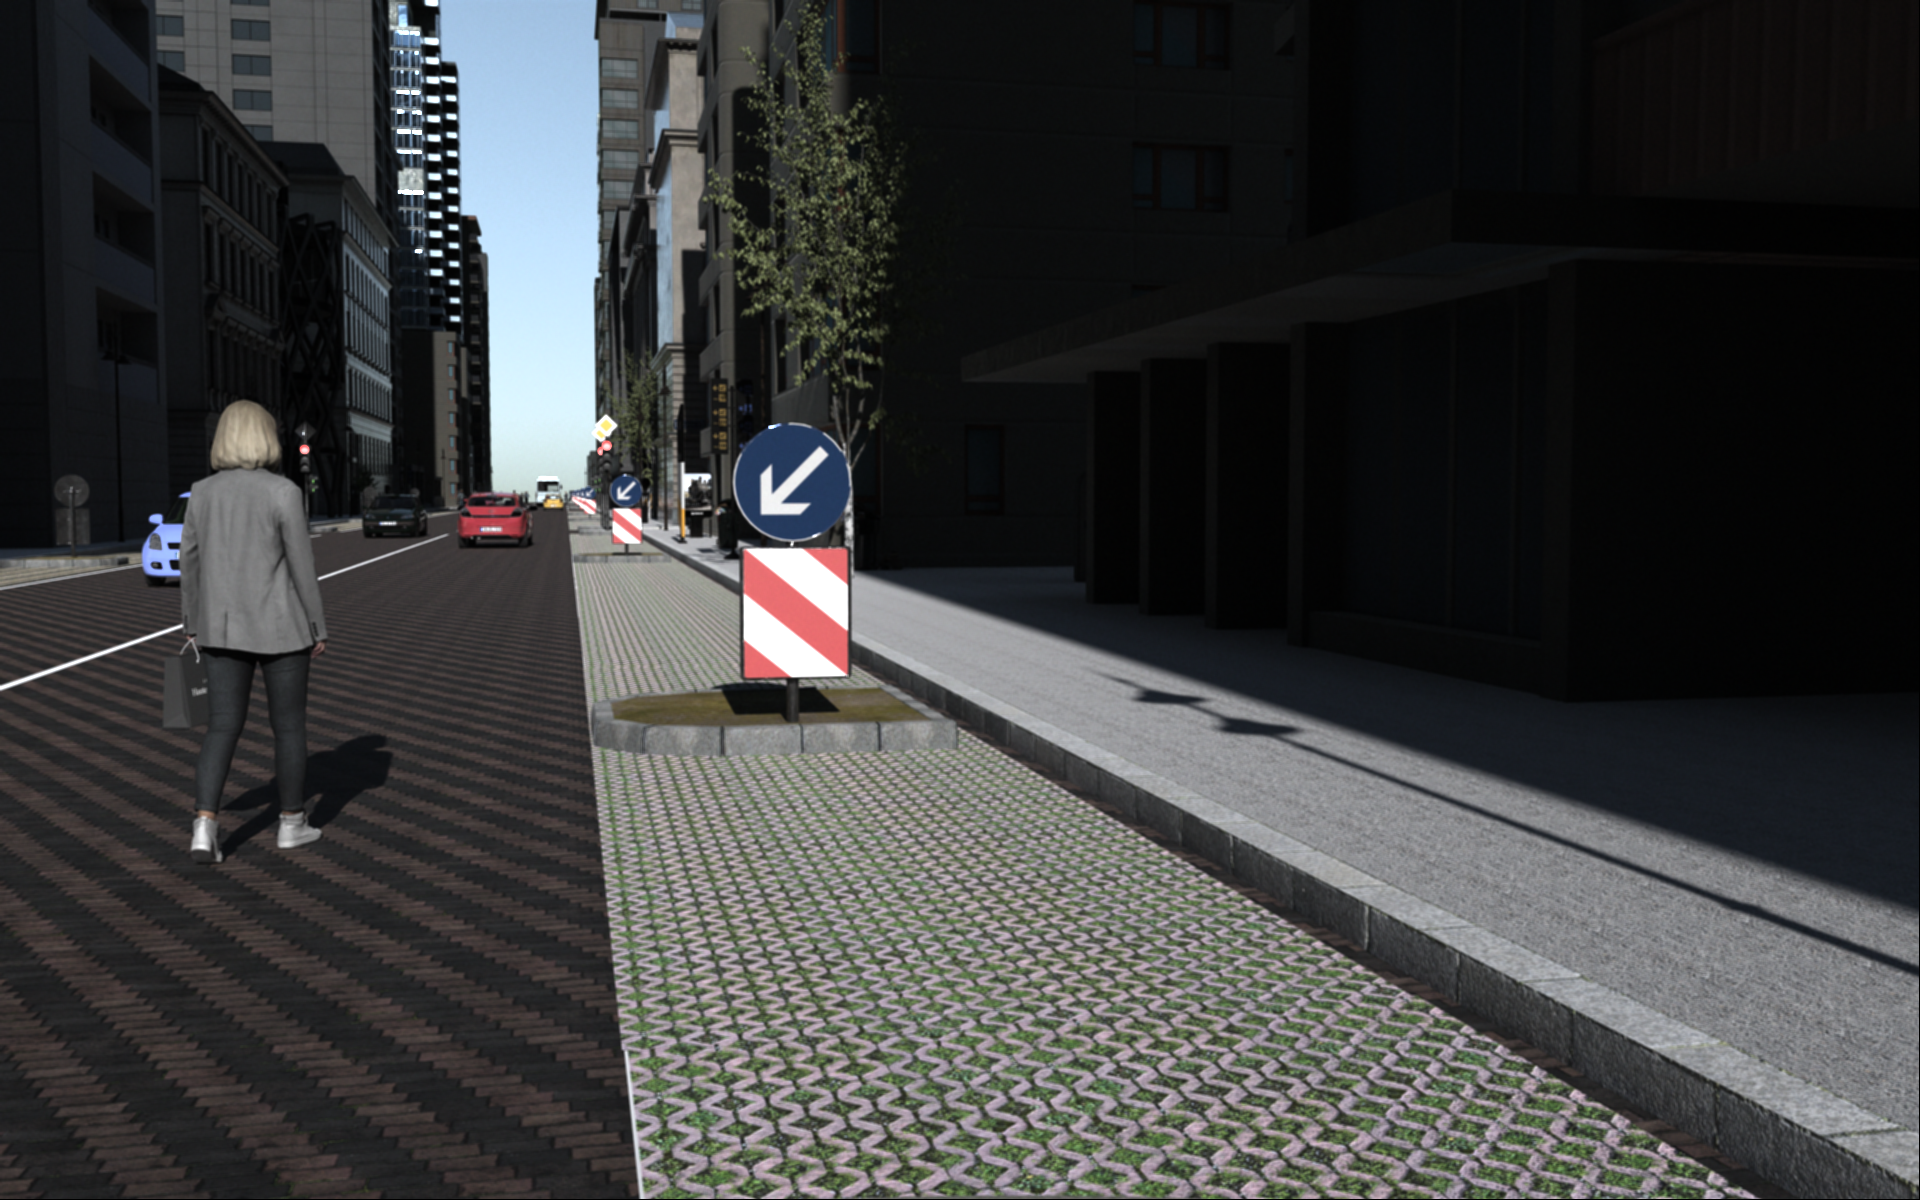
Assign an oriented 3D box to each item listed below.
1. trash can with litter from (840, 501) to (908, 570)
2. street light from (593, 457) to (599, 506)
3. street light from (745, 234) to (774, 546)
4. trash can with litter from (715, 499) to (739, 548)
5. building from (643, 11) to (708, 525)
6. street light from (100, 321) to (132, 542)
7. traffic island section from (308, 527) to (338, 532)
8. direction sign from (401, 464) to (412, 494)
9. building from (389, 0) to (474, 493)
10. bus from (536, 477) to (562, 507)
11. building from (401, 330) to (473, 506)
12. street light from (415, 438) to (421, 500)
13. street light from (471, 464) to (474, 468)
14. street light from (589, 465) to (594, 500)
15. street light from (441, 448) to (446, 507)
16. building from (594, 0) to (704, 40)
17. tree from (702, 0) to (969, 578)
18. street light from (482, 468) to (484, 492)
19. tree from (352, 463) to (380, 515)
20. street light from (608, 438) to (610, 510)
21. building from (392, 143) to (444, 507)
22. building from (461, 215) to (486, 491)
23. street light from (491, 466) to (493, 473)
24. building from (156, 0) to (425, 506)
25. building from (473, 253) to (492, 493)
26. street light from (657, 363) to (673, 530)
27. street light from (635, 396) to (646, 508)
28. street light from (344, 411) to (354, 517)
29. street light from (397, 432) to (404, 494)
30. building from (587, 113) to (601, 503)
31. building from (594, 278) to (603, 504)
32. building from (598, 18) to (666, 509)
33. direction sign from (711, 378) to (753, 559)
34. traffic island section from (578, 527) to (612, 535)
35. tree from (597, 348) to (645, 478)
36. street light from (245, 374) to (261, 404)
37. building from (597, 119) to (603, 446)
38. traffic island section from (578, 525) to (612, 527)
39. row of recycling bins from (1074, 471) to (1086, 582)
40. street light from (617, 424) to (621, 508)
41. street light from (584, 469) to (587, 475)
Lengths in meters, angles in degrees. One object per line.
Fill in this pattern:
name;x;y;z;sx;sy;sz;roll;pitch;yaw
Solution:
trash can with litter;-1.455;-1.099;29.349;1.055;1.170;0.624;-2;4;-27
street light;-38.983;-13.091;186.831;0.468;5.910;1.993;-1;4;-13
street light;-3.506;-3.548;30.799;0.468;5.910;1.993;-1;4;-13
trash can with litter;-5.604;-1.818;41.116;0.624;1.170;1.055;-1;4;-20
building;3.575;-15.902;79.077;34.723;24.649;14.460;-1;4;-13
street light;-22.501;-4.496;46.302;0.468;5.910;1.993;-1;4;-13
traffic island section;-25.049;-2.700;66.426;2.009;0.180;2.903;-1;4;-13
direction sign;-42.199;-8.575;132.191;0.379;3.537;0.876;3;5;39
building;-76.903;-56.188;231.348;22.319;86.520;31.000;-1;4;-13
bus;-46.748;-12.356;196.884;2.948;3.499;13.247;-1;4;-13
building;-70.293;-21.443;195.638;27.650;21.520;28.899;-1;4;-13
street light;-44.306;-10.340;141.851;0.468;5.910;1.993;-1;4;-13
street light;-62.570;-15.245;222.040;0.468;5.910;1.993;-1;4;-13
street light;-45.860;-14.924;216.801;0.468;5.910;1.993;-1;4;-13
street light;-51.210;-12.172;171.799;0.468;5.910;1.993;-1;4;-13
building;-21.923;-35.879;175.864;28.713;52.752;27.495;-1;4;-13
tree;-1.702;-4.618;25.866;4.737;8.622;4.395;0;3;0
street light;-69.319;-17.068;251.854;0.468;5.910;1.993;-1;4;-13
tree;-36.266;-6.808;105.914;1.663;3.219;1.824;0;3;0
street light;-28.794;-10.352;142.044;0.468;5.910;1.993;-1;4;-13
building;-67.696;-29.126;168.093;32.217;40.220;23.993;-1;4;-13
building;-83.770;-37.145;261.942;22.147;44.769;28.867;-1;4;-13
street light;-76.088;-18.887;281.583;0.468;5.910;1.993;-1;4;-13
building;-56.911;-43.309;146.356;20.563;71.187;20.611;-1;4;-13
building;-84.679;-36.728;284.091;14.154;41.232;14.086;-1;4;-13
street light;-10.396;-5.400;61.072;0.468;5.910;1.993;-1;4;-13
street light;-15.120;-6.677;81.960;0.468;5.910;1.993;-1;4;-13
street light;-33.966;-7.559;96.374;0.468;5.910;1.993;-1;4;-13
street light;-40.728;-9.381;126.159;0.468;5.910;1.993;-1;4;-13
building;-50.014;-59.397;283.818;22.319;86.520;31.000;-1;4;-13
building;-41.806;-28.188;232.574;14.160;30.474;14.107;-1;4;-13
building;-24.813;-28.788;154.279;14.154;41.232;14.086;-1;4;-13
direction sign;-4.474;-2.574;34.083;0.876;3.537;0.379;-2;4;-29
traffic island section;-12.410;-2.374;61.100;2.009;0.180;2.903;-1;4;-13
tree;-15.636;-8.275;85.653;4.737;8.622;4.395;0;3;0
street light;-27.184;-5.741;66.648;0.468;5.910;1.993;-1;4;-13
building;-31.056;-35.735;203.867;23.786;49.044;30.456;-1;4;-13
traffic island section;-14.183;-2.851;68.887;2.009;0.180;2.903;-1;4;-13
row of recycling bins;3.276;-1.155;26.002;3.534;1.692;1.069;-2;4;-28
street light;-22.060;-8.533;112.307;0.468;5.910;1.993;-1;4;-13
street light;-57.382;-18.040;267.747;0.468;5.910;1.993;-1;4;-13
